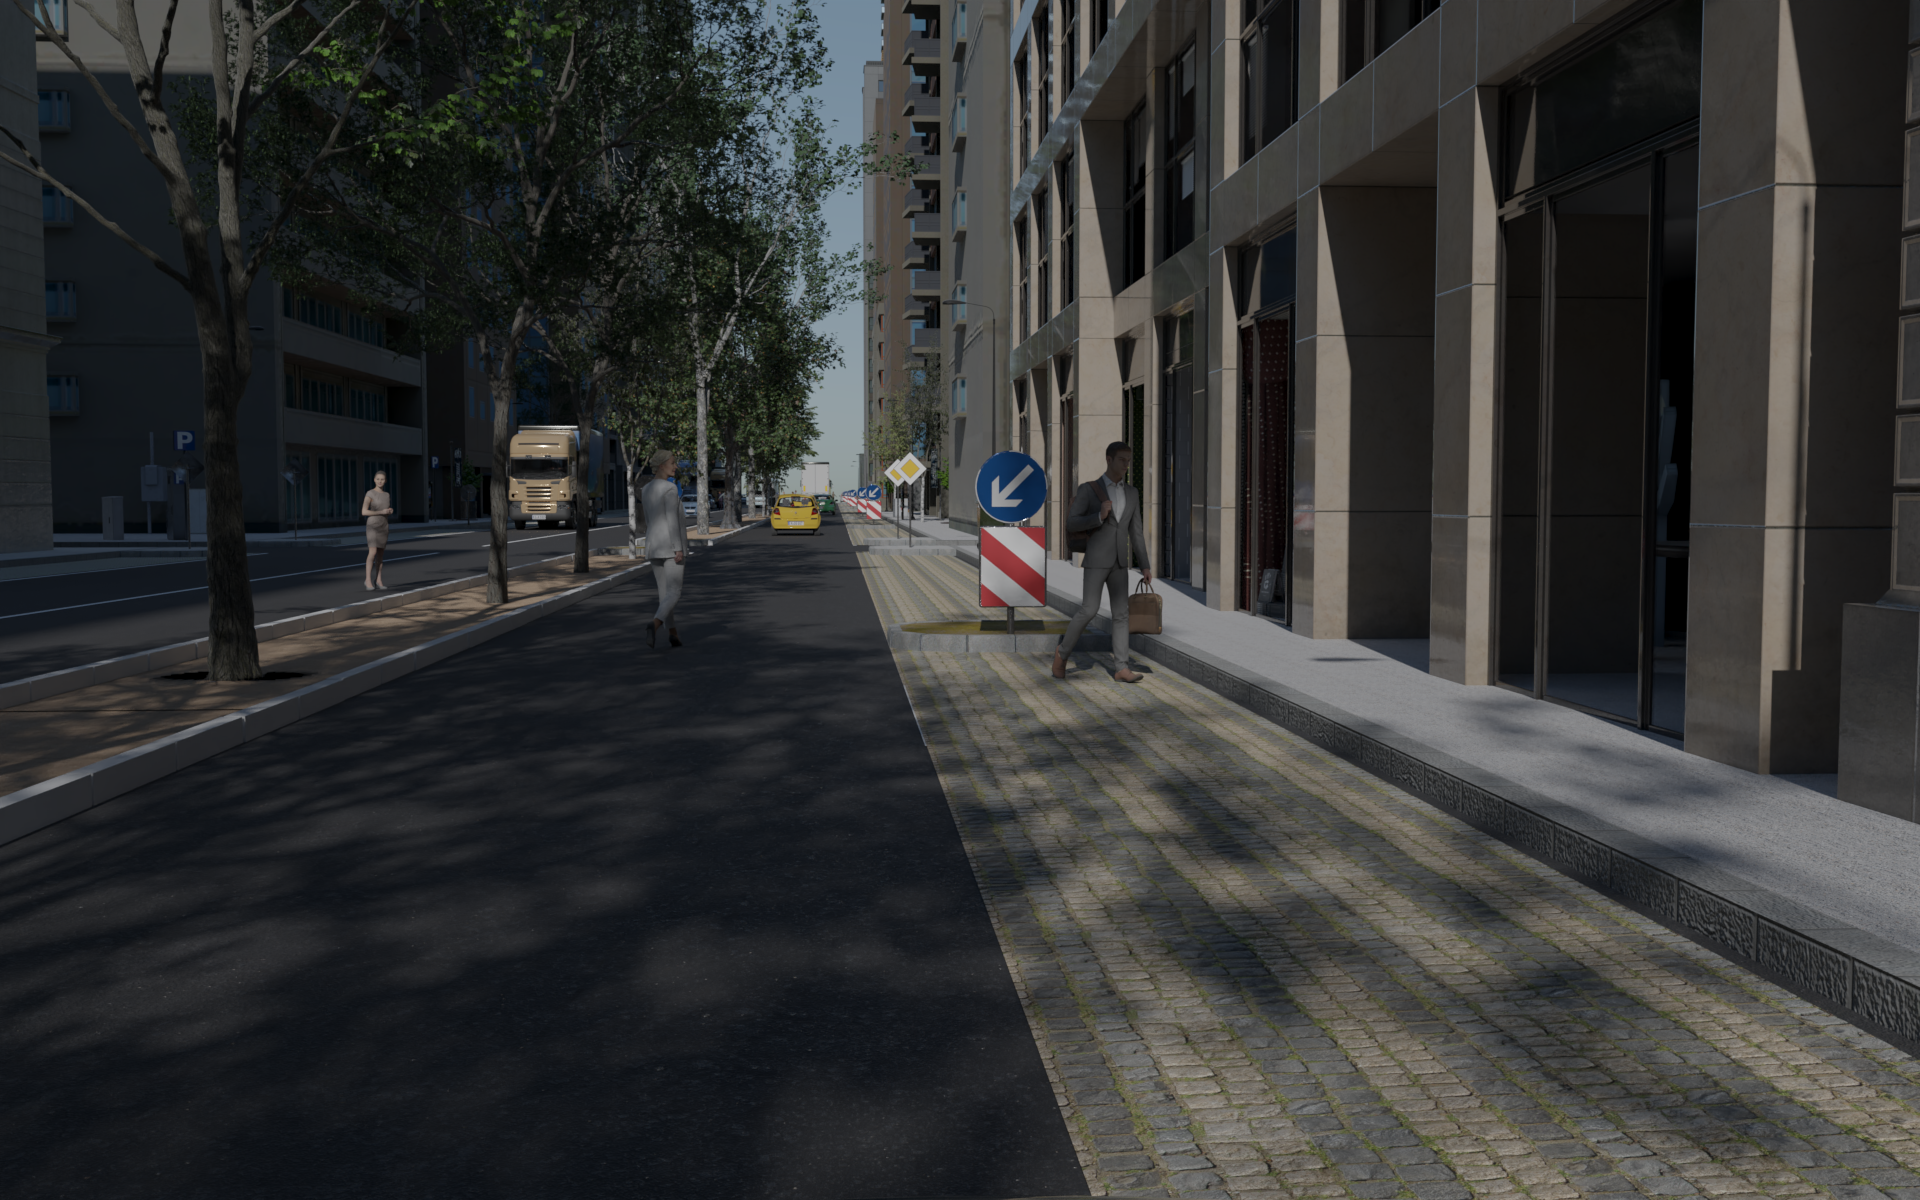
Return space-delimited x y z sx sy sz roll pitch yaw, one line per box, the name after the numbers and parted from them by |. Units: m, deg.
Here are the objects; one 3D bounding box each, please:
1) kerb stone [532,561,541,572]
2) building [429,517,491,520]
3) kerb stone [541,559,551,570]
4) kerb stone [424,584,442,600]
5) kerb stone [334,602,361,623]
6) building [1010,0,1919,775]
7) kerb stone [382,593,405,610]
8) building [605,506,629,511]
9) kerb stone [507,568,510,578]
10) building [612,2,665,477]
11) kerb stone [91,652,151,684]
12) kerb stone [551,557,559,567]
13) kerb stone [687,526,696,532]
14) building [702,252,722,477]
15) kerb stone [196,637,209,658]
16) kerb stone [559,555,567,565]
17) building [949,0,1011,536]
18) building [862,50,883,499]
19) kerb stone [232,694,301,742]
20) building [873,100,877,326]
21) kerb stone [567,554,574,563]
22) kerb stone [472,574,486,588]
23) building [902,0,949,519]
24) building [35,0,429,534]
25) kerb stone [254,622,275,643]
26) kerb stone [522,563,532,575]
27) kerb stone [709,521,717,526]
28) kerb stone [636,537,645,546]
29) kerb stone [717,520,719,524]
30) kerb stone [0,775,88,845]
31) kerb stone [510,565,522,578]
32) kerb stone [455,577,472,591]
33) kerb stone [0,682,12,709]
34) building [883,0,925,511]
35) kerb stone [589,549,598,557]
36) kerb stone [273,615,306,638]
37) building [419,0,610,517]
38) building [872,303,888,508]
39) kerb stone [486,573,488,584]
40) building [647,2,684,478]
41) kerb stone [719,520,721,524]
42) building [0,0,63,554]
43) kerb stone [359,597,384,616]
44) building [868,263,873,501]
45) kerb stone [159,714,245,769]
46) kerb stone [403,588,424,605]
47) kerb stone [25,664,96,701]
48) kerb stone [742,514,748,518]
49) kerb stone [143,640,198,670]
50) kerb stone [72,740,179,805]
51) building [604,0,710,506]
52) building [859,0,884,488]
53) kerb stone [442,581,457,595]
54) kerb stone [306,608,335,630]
-7.879 -0.588 31.806 0.120 0.150 1.000 0 4 -4 | kerb stone
-32.131 -27.028 92.025 14.600 45.320 14.200 0 4 -4 | building
-7.951 -0.648 32.826 0.120 0.150 1.000 0 4 -4 | kerb stone
-7.278 -0.087 23.619 0.120 0.150 1.000 0 4 -4 | kerb stone
-6.985 0.162 19.540 0.120 0.150 1.000 0 4 -4 | kerb stone
11.999 -13.469 24.726 19.350 26.468 34.151 0 4 -4 | building
-7.134 0.038 21.579 0.120 0.150 1.000 0 4 -4 | kerb stone
-39.133 -43.678 152.386 20.563 71.187 20.611 0 4 -4 | building
-7.658 -0.400 28.731 0.120 0.150 1.000 0 4 -4 | kerb stone
-44.812 -35.943 176.905 28.713 52.752 27.495 0 4 -4 | building
-6.548 0.540 13.410 0.120 0.150 1.000 0 4 -4 | kerb stone
-8.029 -0.713 33.848 0.120 0.150 1.000 0 4 -4 | kerb stone
-10.442 -2.747 67.118 0.120 0.150 1.000 0 4 -4 | kerb stone
-43.982 -37.583 264.584 14.600 45.320 14.200 0 4 -4 | building
-6.684 0.412 15.459 0.120 0.150 1.000 0 4 -4 | kerb stone
-8.100 -0.776 34.876 0.120 0.150 1.000 0 4 -4 | kerb stone
10.365 -26.710 60.417 21.600 48.544 21.300 0 4 -4 | building
-2.770 -42.571 238.027 21.231 58.520 28.212 0 4 -4 | building
-4.223 0.716 10.493 0.120 0.150 1.000 0 4 -4 | kerb stone
-2.578 -33.190 192.760 14.600 45.320 14.200 0 4 -4 | building
-8.188 -0.838 35.898 0.120 0.150 1.000 0 4 -4 | kerb stone
-7.503 -0.274 26.682 0.120 0.150 1.000 0 4 -4 | kerb stone
8.002 -27.135 98.289 22.147 44.769 28.867 0 4 -4 | building
-33.606 -26.975 64.742 21.300 48.544 21.600 0 4 -4 | building
-6.766 0.350 16.478 0.120 0.150 1.000 0 4 -4 | kerb stone
-7.797 -0.525 30.774 0.120 0.150 1.000 0 4 -4 | kerb stone
-11.331 -3.495 79.386 0.120 0.150 1.000 0 4 -4 | kerb stone
-9.181 -1.685 49.738 0.120 0.150 1.000 0 4 -4 | kerb stone
-11.413 -3.560 80.404 0.120 0.150 1.000 0 4 -4 | kerb stone
-4.003 0.903 7.434 0.120 0.150 1.000 0 4 -4 | kerb stone
-7.721 -0.462 29.751 0.120 0.150 1.000 0 4 -4 | kerb stone
-7.435 -0.210 25.658 0.120 0.150 1.000 0 4 -4 | kerb stone
-6.396 0.666 11.365 0.120 0.150 1.000 0 4 -4 | kerb stone
0.542 -30.529 149.259 14.600 45.320 14.200 0 4 -4 | building
-8.475 -1.088 39.992 0.120 0.150 1.000 0 4 -4 | kerb stone
-6.843 0.287 17.497 0.120 0.150 1.000 0 4 -4 | kerb stone
-31.254 -28.391 114.305 14.600 45.320 14.200 0 4 -4 | building
5.430 -20.008 172.174 27.650 21.520 28.899 0 4 -4 | building
-7.577 -0.337 27.702 0.120 0.150 1.000 0 4 -4 | kerb stone
-44.997 -55.438 219.090 22.319 86.520 31.000 0 4 -4 | building
-11.473 -3.623 81.433 0.120 0.150 1.000 0 4 -4 | kerb stone
-41.544 -15.468 29.318 44.131 29.872 17.030 0 4 -4 | building
-7.063 0.100 20.560 0.120 0.150 1.000 0 4 -4 | kerb stone
-4.539 -27.250 217.235 14.160 30.474 14.107 0 4 -4 | building
-4.155 0.778 9.472 0.120 0.150 1.000 0 4 -4 | kerb stone
-7.205 -0.024 22.599 0.120 0.150 1.000 0 4 -4 | kerb stone
-6.474 0.602 12.390 0.120 0.150 1.000 0 4 -4 | kerb stone
-13.482 -5.311 109.038 0.120 0.150 1.000 0 4 -4 | kerb stone
-6.619 0.474 14.439 0.120 0.150 1.000 0 4 -4 | kerb stone
-4.079 0.841 8.453 0.120 0.150 1.000 0 4 -4 | kerb stone
-45.956 -49.406 246.034 20.563 71.187 20.611 0 4 -4 | building
-4.388 -58.391 267.359 22.319 86.520 31.000 0 4 -4 | building
-7.362 -0.145 24.639 0.120 0.150 1.000 0 4 -4 | kerb stone
-6.913 0.225 18.517 0.120 0.150 1.000 0 4 -4 | kerb stone
